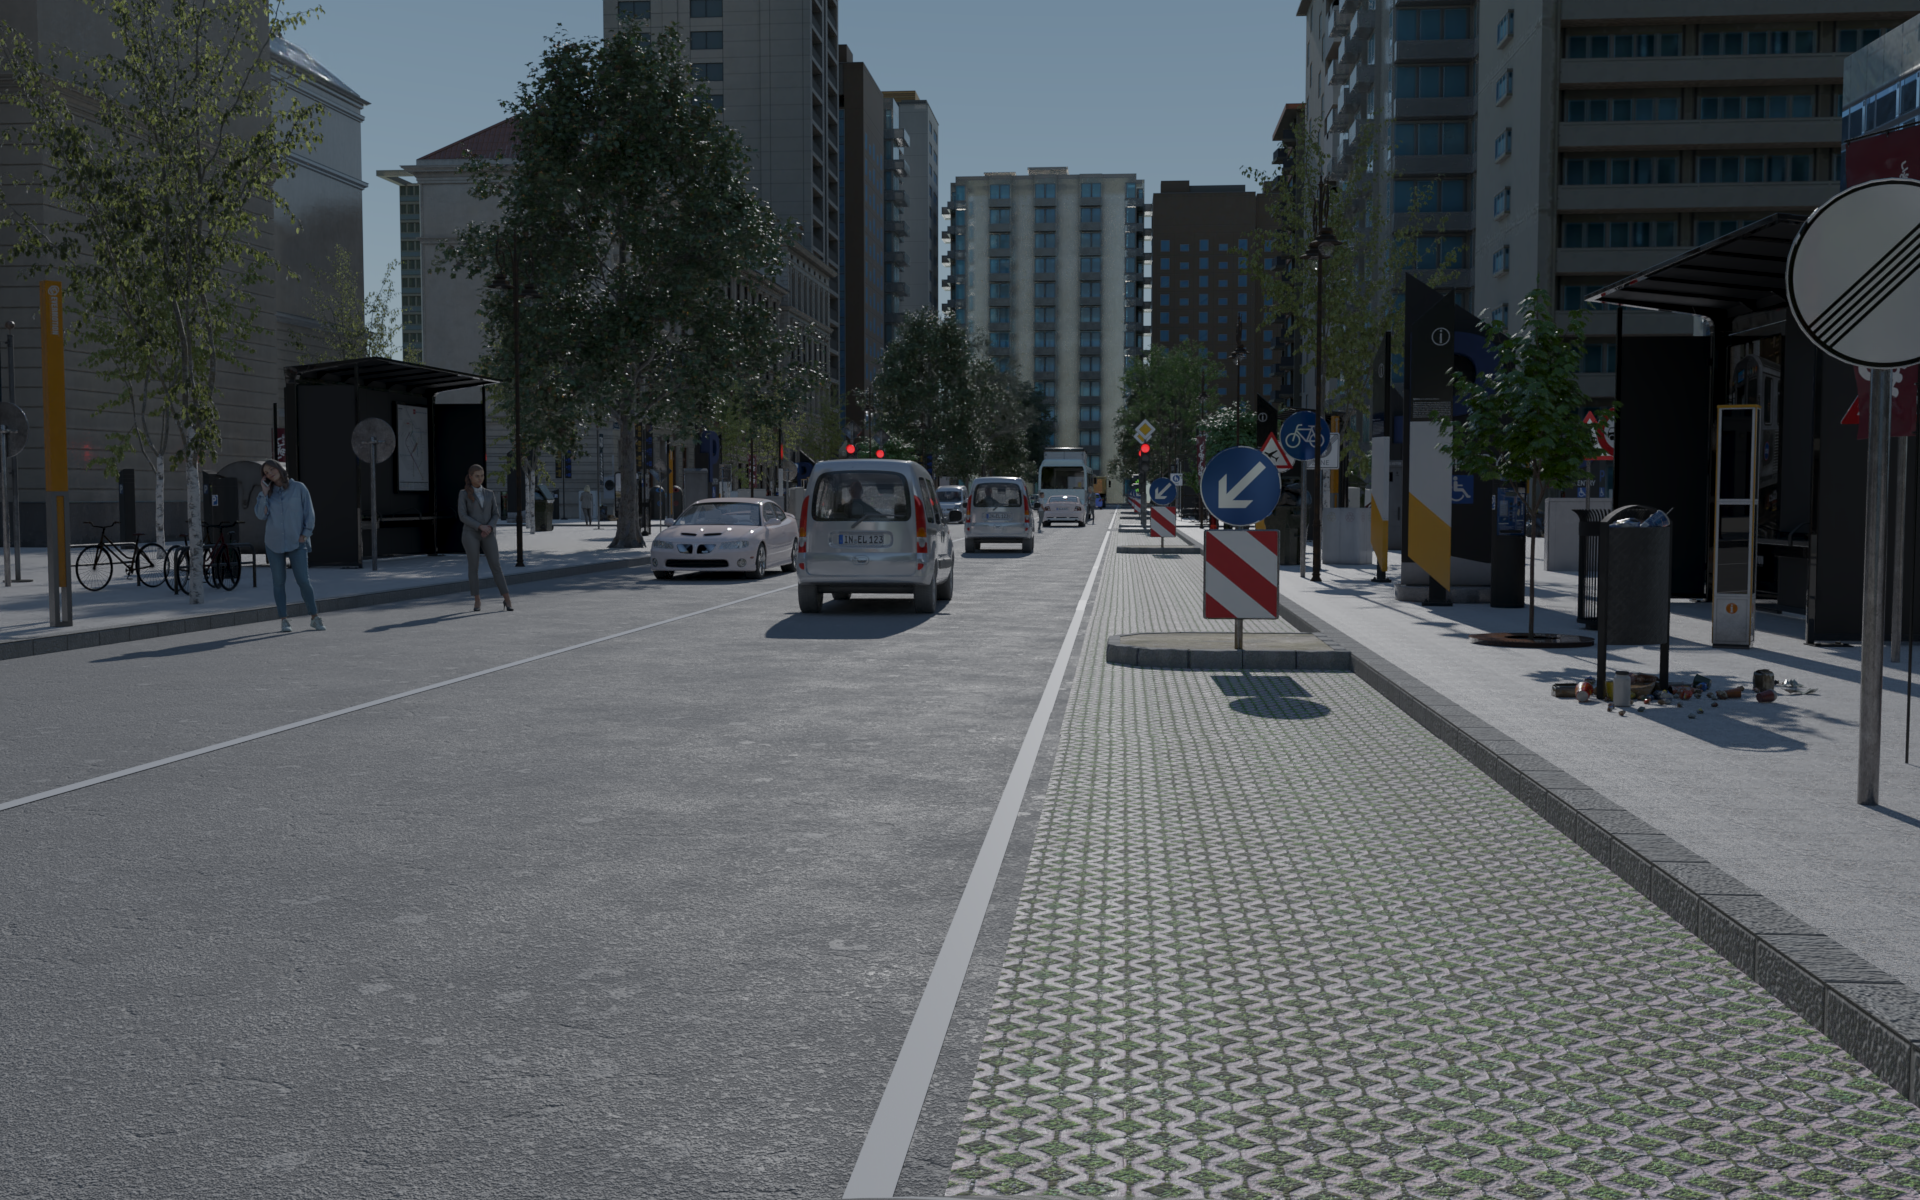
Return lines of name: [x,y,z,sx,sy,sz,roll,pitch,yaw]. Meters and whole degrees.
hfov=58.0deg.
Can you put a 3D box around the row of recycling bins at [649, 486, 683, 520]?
row of recycling bins: [-14.677,-4.848,86.380,3.534,1.692,1.069,-2,4,-26]

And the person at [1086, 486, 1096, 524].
person: [6.303,-4.574,83.467,0.537,1.800,0.526,3,5,43]

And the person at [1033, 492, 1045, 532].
person: [3.051,-3.338,65.678,0.503,1.515,0.523,3,5,40]

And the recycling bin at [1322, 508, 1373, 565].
recycling bin: [7.115,-1.176,31.786,0.722,1.027,0.722,2,4,34]

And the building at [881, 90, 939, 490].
building: [-17.482,-43.730,256.987,28.212,58.520,21.231,0,4,5]

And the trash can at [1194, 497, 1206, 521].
trash can: [11.672,-4.418,83.884,0.748,1.137,0.748,0,3,0]

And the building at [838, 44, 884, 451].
building: [-15.621,-32.260,177.558,14.600,45.320,14.200,0,4,5]

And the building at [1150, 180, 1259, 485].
building: [34.720,-36.667,249.620,14.200,45.320,14.600,0,4,5]

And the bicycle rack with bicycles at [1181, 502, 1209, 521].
bicycle rack with bicycles: [11.793,-4.120,80.742,2.925,0.926,2.852,-2,4,-33]

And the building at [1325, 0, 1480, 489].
building: [37.469,-30.569,119.416,23.786,49.044,30.456,0,4,5]

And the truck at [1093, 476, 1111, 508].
truck: [14.222,-11.488,183.754,3.469,3.379,9.791,0,4,6]

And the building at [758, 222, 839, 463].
building: [-16.783,-18.978,139.175,11.050,23.489,19.941,0,4,5]

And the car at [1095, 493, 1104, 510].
car: [12.296,-9.195,159.921,1.945,1.707,3.694,0,4,5]

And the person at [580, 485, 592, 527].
person: [-15.567,-3.872,71.988,0.537,1.800,0.526,-2,4,-29]

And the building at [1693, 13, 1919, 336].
building: [30.575,-43.913,30.652,22.319,86.520,31.000,0,4,5]

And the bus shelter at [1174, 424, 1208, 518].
bus shelter: [12.928,-7.215,95.603,2.179,5.291,8.768,0,4,5]

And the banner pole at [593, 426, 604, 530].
banner pole: [-13.059,-4.456,62.873,0.401,3.779,0.863,0,4,7]

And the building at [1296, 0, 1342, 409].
building: [47.089,-35.039,162.119,28.713,52.752,27.495,0,4,5]

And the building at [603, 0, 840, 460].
building: [-19.828,-44.126,159.712,20.563,71.187,20.611,0,4,5]

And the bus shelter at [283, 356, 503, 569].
bus shelter: [-10.517,-2.534,32.716,1.731,3.624,6.357,0,4,5]

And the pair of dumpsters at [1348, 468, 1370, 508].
pair of dumpsters: [12.768,-3.421,58.429,1.574,2.255,4.437,0,4,6]

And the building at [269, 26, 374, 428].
building: [-45.563,-19.061,97.558,20.117,28.700,13.634,0,4,5]

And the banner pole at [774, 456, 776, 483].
banner pole: [-12.108,-7.541,113.313,0.401,3.779,0.863,0,4,-4]

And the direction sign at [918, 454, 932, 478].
direction sign: [-1.962,-6.447,97.405,0.876,3.537,0.379,-2,4,-25]

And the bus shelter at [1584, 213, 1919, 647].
bus shelter: [7.969,-1.605,17.520,1.731,3.624,6.357,0,4,5]

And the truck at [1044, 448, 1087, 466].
truck: [6.872,-7.477,111.158,2.839,4.237,11.283,0,4,5]

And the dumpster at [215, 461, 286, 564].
dumpster: [-12.323,-1.541,30.954,1.264,1.857,1.865,0,4,5]

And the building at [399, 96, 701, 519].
building: [-21.982,-16.084,99.134,11.583,22.565,21.152,0,4,5]

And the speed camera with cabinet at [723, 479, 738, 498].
speed camera with cabinet: [-11.888,-5.862,90.173,0.660,3.252,2.038,-3,5,-44]

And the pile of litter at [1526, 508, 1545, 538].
pile of litter: [17.475,-2.291,51.424,1.719,0.858,1.176,-2,4,-34]

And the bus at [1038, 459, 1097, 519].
bus: [6.112,-6.309,98.011,2.948,3.499,13.247,0,4,6]

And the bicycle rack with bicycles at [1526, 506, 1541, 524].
bicycle rack with bicycles: [20.067,-2.759,58.486,2.852,0.926,2.925,3,5,43]

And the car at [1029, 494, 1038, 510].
car: [6.254,-7.867,140.422,2.131,1.459,4.920,0,4,4]

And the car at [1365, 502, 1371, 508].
car: [16.489,-3.347,67.298,3.894,1.354,1.945,0,4,5]

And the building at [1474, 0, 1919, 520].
building: [39.384,-28.685,92.699,21.600,48.544,21.300,0,4,5]

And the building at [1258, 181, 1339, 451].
building: [49.287,-36.681,249.843,14.200,45.320,14.600,0,4,5]

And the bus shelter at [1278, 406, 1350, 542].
bus shelter: [9.924,-3.557,49.443,1.731,3.624,6.357,0,4,5]

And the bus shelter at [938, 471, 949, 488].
bus shelter: [-0.717,-8.612,134.736,2.014,3.302,5.546,0,4,5]

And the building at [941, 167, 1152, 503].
building: [12.914,-38.931,256.125,30.456,49.044,23.786,0,4,5]

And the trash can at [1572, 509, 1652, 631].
trash can: [6.167,-0.289,16.380,0.748,1.137,0.748,0,3,0]

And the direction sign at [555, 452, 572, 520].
direction sign: [-19.734,-5.764,86.233,0.876,3.537,0.379,1,4,16]

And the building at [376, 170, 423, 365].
building: [-49.035,-31.053,199.600,23.993,40.220,32.217,0,4,5]

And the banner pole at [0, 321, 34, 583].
banner pole: [-13.820,-2.135,24.920,0.401,3.779,0.863,2,4,24]

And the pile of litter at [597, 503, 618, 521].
pile of litter: [-16.787,-4.202,82.666,1.176,0.858,1.719,0,4,6]

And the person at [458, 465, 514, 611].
person: [-5.803,-0.759,21.176,0.573,1.790,0.520,3,4,37]

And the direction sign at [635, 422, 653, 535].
direction sign: [-9.917,-3.818,54.420,0.876,3.537,0.379,3,5,43]

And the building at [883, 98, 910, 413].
building: [-21.488,-35.528,200.484,30.456,49.044,23.786,0,4,5]

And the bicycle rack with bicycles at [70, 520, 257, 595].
bicycle rack with bicycles: [-10.558,-0.601,23.215,2.852,0.926,2.925,1,4,11]

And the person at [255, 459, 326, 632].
person: [-6.996,-0.571,18.095,0.793,1.790,0.793,-3,5,-39]

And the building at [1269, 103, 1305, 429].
building: [45.948,-32.833,191.437,22.147,44.769,28.867,0,4,5]

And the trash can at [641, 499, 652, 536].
trash can: [-9.781,-2.535,53.096,0.748,1.137,0.748,0,3,0]

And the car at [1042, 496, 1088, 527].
car: [4.649,-3.962,77.145,2.083,1.381,4.827,0,4,5]

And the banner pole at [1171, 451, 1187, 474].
banner pole: [12.818,-6.746,100.309,0.863,3.779,0.401,0,4,2]

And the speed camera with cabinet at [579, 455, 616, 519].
speed camera with cabinet: [-18.340,-5.733,88.063,2.038,3.252,0.660,1,4,13]

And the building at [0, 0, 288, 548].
building: [-33.222,-15.310,47.575,25.104,27.353,12.463,0,4,5]

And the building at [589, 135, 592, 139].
building: [-45.492,-43.943,260.462,28.212,58.520,21.231,0,4,5]

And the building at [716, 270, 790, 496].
building: [-18.740,-15.609,119.829,10.561,19.102,19.286,0,4,5]
